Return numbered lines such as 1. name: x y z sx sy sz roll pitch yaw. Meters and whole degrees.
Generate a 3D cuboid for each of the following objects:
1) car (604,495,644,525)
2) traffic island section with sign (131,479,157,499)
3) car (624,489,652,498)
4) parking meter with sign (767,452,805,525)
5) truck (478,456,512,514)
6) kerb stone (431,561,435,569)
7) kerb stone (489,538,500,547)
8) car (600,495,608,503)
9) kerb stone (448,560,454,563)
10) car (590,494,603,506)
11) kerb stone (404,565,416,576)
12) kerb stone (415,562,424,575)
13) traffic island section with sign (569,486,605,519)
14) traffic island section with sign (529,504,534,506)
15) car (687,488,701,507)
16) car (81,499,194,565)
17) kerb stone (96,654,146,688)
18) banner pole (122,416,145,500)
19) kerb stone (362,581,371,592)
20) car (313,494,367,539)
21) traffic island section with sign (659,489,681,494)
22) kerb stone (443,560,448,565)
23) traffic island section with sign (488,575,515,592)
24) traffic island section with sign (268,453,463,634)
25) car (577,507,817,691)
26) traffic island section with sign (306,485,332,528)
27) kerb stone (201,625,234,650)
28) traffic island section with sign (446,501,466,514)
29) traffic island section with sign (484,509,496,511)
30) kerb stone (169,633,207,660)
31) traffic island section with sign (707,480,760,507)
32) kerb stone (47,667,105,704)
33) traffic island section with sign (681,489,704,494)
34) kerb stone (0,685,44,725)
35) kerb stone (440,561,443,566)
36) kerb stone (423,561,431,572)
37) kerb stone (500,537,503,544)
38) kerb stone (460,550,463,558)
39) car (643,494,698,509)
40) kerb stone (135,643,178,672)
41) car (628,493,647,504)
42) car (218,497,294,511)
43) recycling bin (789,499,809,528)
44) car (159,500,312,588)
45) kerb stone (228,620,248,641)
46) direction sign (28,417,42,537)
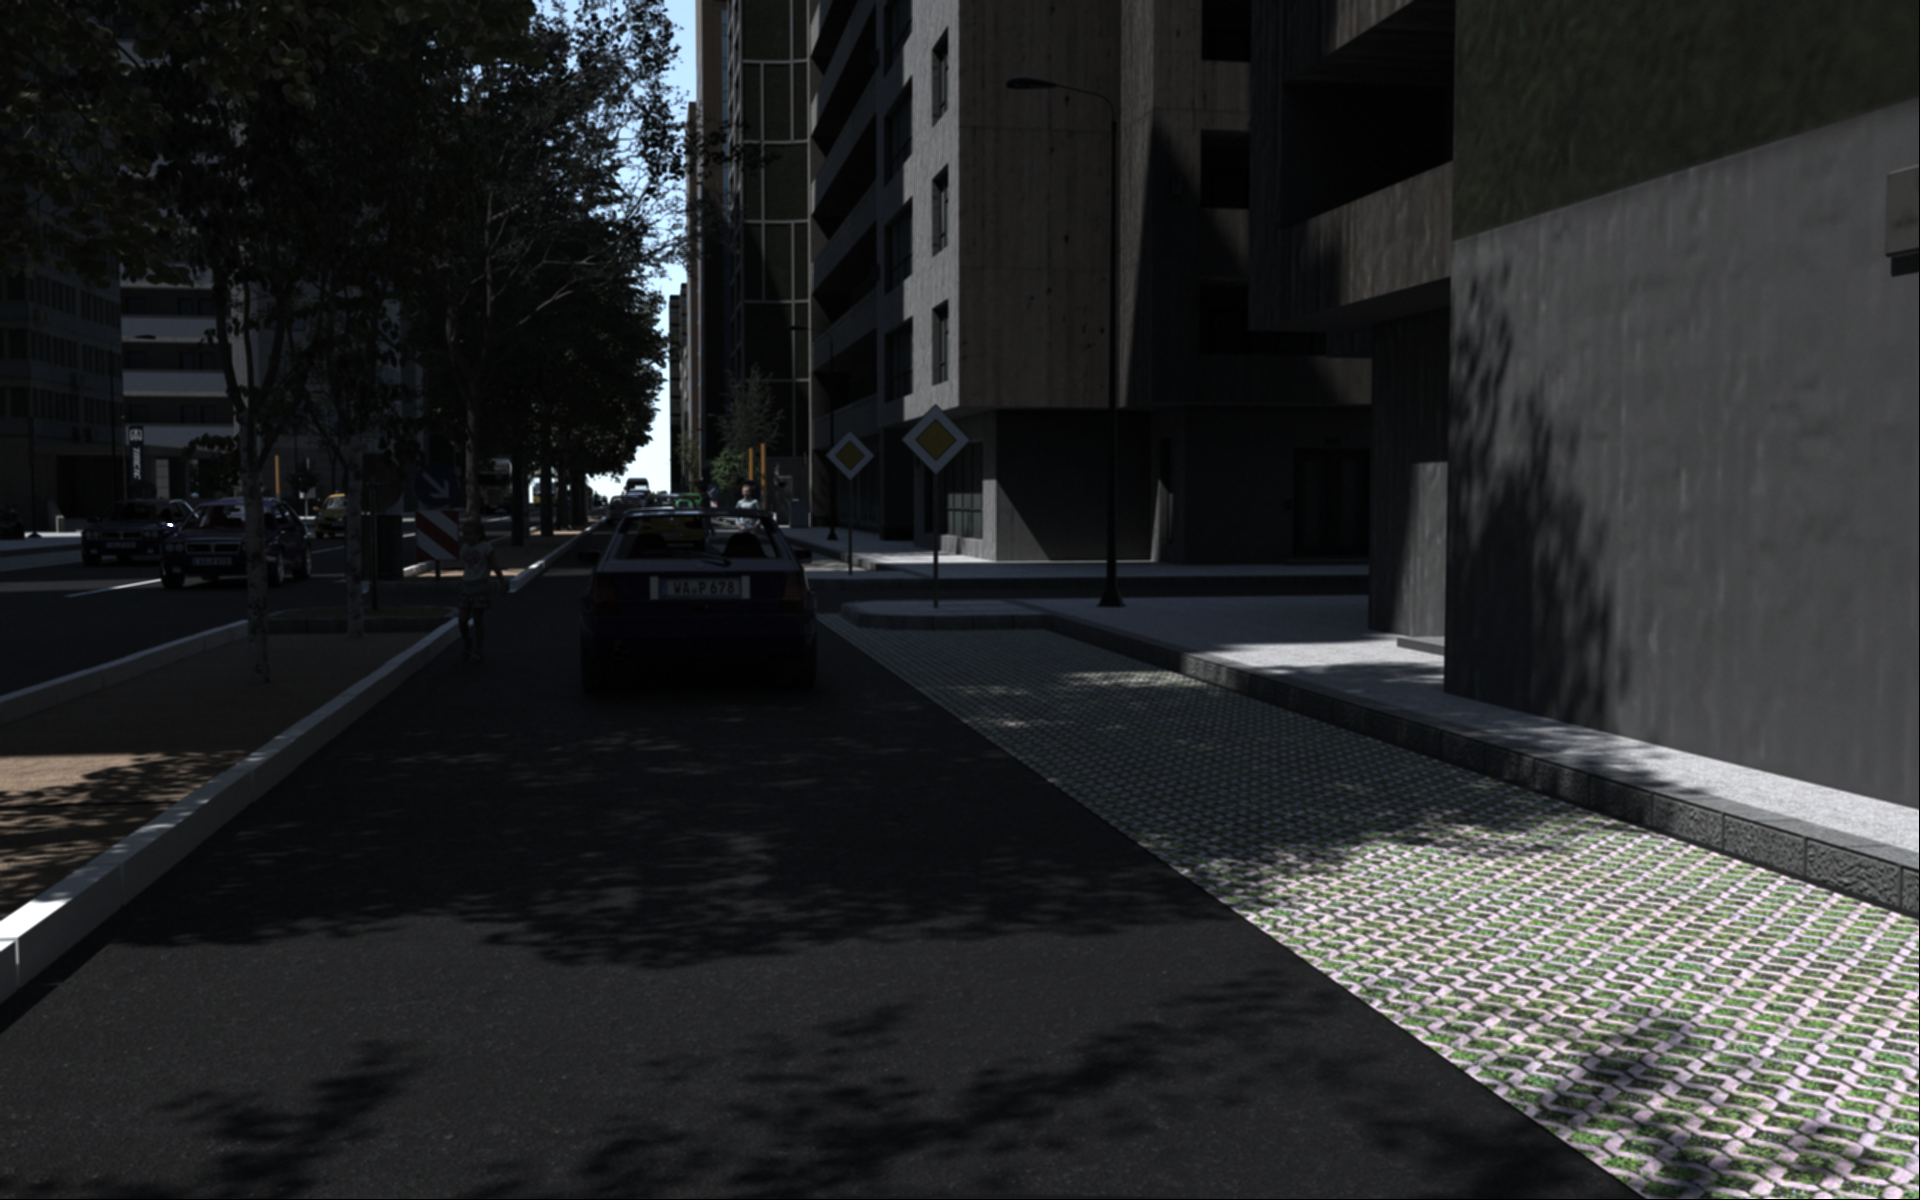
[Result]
1. car: -15.931 -4.301 82.689 2.083 1.381 4.827 -1 4 -10
2. traffic island section with sign: -21.926 -2.308 46.367 1.989 1.847 2.006 -1 4 -10
3. car: -23.143 -7.134 125.309 2.281 1.827 5.304 -1 4 -11
4. parking meter with sign: -7.285 -4.614 71.694 1.738 3.016 0.543 0 4 -3
5. truck: -34.235 -8.536 128.480 2.839 4.237 11.283 -1 4 -11
6. kerb stone: -10.091 -0.652 32.864 0.120 0.150 1.000 -1 4 -10
7. kerb stone: -12.905 -1.576 47.968 0.120 0.150 1.000 -1 4 -10
8. car: -50.794 -14.232 245.277 1.945 1.354 3.894 -1 4 -12
9. kerb stone: -10.651 -0.837 35.885 0.120 0.150 1.000 -1 4 -10
10. car: -44.257 -12.228 209.716 2.009 1.686 4.222 -1 4 -10
11. kerb stone: -9.539 -0.463 29.848 0.120 0.150 1.000 -1 4 -10
12. kerb stone: -9.712 -0.530 30.855 0.120 0.150 1.000 -1 4 -10
13. traffic island section with sign: -21.496 -5.607 99.817 2.006 1.907 1.989 -1 4 -10
14. traffic island section with sign: -56.018 -13.527 229.787 1.989 1.847 2.006 -1 4 -10
15. car: -17.550 -6.334 112.357 1.959 1.807 4.718 -1 4 -12
16. car: -16.996 -1.439 36.116 1.945 1.354 3.894 -1 4 -12
17. kerb stone: -6.427 0.552 13.191 0.120 0.150 1.000 -1 4 -10
18. banner pole: -26.536 -4.007 55.531 0.863 3.779 0.401 0 4 2
19. kerb stone: -8.788 -0.216 25.795 0.120 0.150 1.000 -1 4 -10
20. car: -20.194 -2.871 57.162 2.015 1.641 3.980 -1 4 -12
21. traffic island section with sign: -25.256 -8.783 152.224 1.989 1.847 2.006 -1 4 -10
22. kerb stone: -10.469 -0.776 34.875 0.120 0.150 1.000 -1 4 -10
23. traffic island section with sign: -7.756 -1.089 25.941 2.006 1.907 1.989 -1 4 -10
24. traffic island section with sign: -6.412 -0.643 18.656 2.006 1.907 1.989 -1 4 -10
25. car: -2.136 -0.090 14.059 1.945 1.354 3.894 -1 4 -9
26. traffic island section with sign: -26.897 -3.947 73.155 1.989 1.847 2.006 -1 4 -10
27. kerb stone: -6.999 0.366 16.204 0.120 0.150 1.000 -1 4 -10
28. traffic island section with sign: -36.131 -6.983 122.805 1.989 1.847 2.006 -1 4 -10
29. traffic island section with sign: -41.063 -8.604 149.307 1.989 1.847 2.006 -1 4 -10
30. kerb stone: -6.820 0.429 15.197 0.120 0.150 1.000 -1 4 -10
31. traffic island section with sign: -6.227 -2.522 49.860 1.989 1.847 2.006 -1 4 -10
32. kerb stone: -6.248 0.612 12.184 0.120 0.150 1.000 -1 4 -10
33. traffic island section with sign: -11.150 -4.143 76.364 1.989 1.847 2.006 -1 4 -10
34. kerb stone: -6.063 0.674 11.179 0.120 0.150 1.000 -1 4 -10
35. kerb stone: -10.281 -0.712 33.871 0.120 0.150 1.000 -1 4 -10
36. kerb stone: -9.902 -0.591 31.859 0.120 0.150 1.000 -1 4 -10
37. kerb stone: -13.087 -1.638 48.974 0.120 0.150 1.000 -1 4 -10
38. kerb stone: -11.033 -0.960 37.896 0.120 0.150 1.000 -1 4 -10
39. car: -7.559 -2.140 45.218 2.015 1.641 3.980 -1 4 -11
40. kerb stone: -6.627 0.489 14.194 0.120 0.150 1.000 -1 4 -10
41. car: -21.848 -6.563 116.889 1.945 1.707 3.694 -1 4 -11
42. car: -18.093 -1.925 43.837 2.083 1.381 4.827 -1 4 -9
43. recycling bin: -6.130 -3.262 65.894 0.722 1.027 0.722 -1 4 -11
44. car: -11.575 -0.931 27.799 1.945 1.354 3.894 -1 4 -11
45. kerb stone: -7.181 0.309 17.213 0.120 0.150 1.000 -1 4 -10
46. direction sign: -27.440 -3.624 51.254 0.379 3.537 0.876 -1 4 -20
